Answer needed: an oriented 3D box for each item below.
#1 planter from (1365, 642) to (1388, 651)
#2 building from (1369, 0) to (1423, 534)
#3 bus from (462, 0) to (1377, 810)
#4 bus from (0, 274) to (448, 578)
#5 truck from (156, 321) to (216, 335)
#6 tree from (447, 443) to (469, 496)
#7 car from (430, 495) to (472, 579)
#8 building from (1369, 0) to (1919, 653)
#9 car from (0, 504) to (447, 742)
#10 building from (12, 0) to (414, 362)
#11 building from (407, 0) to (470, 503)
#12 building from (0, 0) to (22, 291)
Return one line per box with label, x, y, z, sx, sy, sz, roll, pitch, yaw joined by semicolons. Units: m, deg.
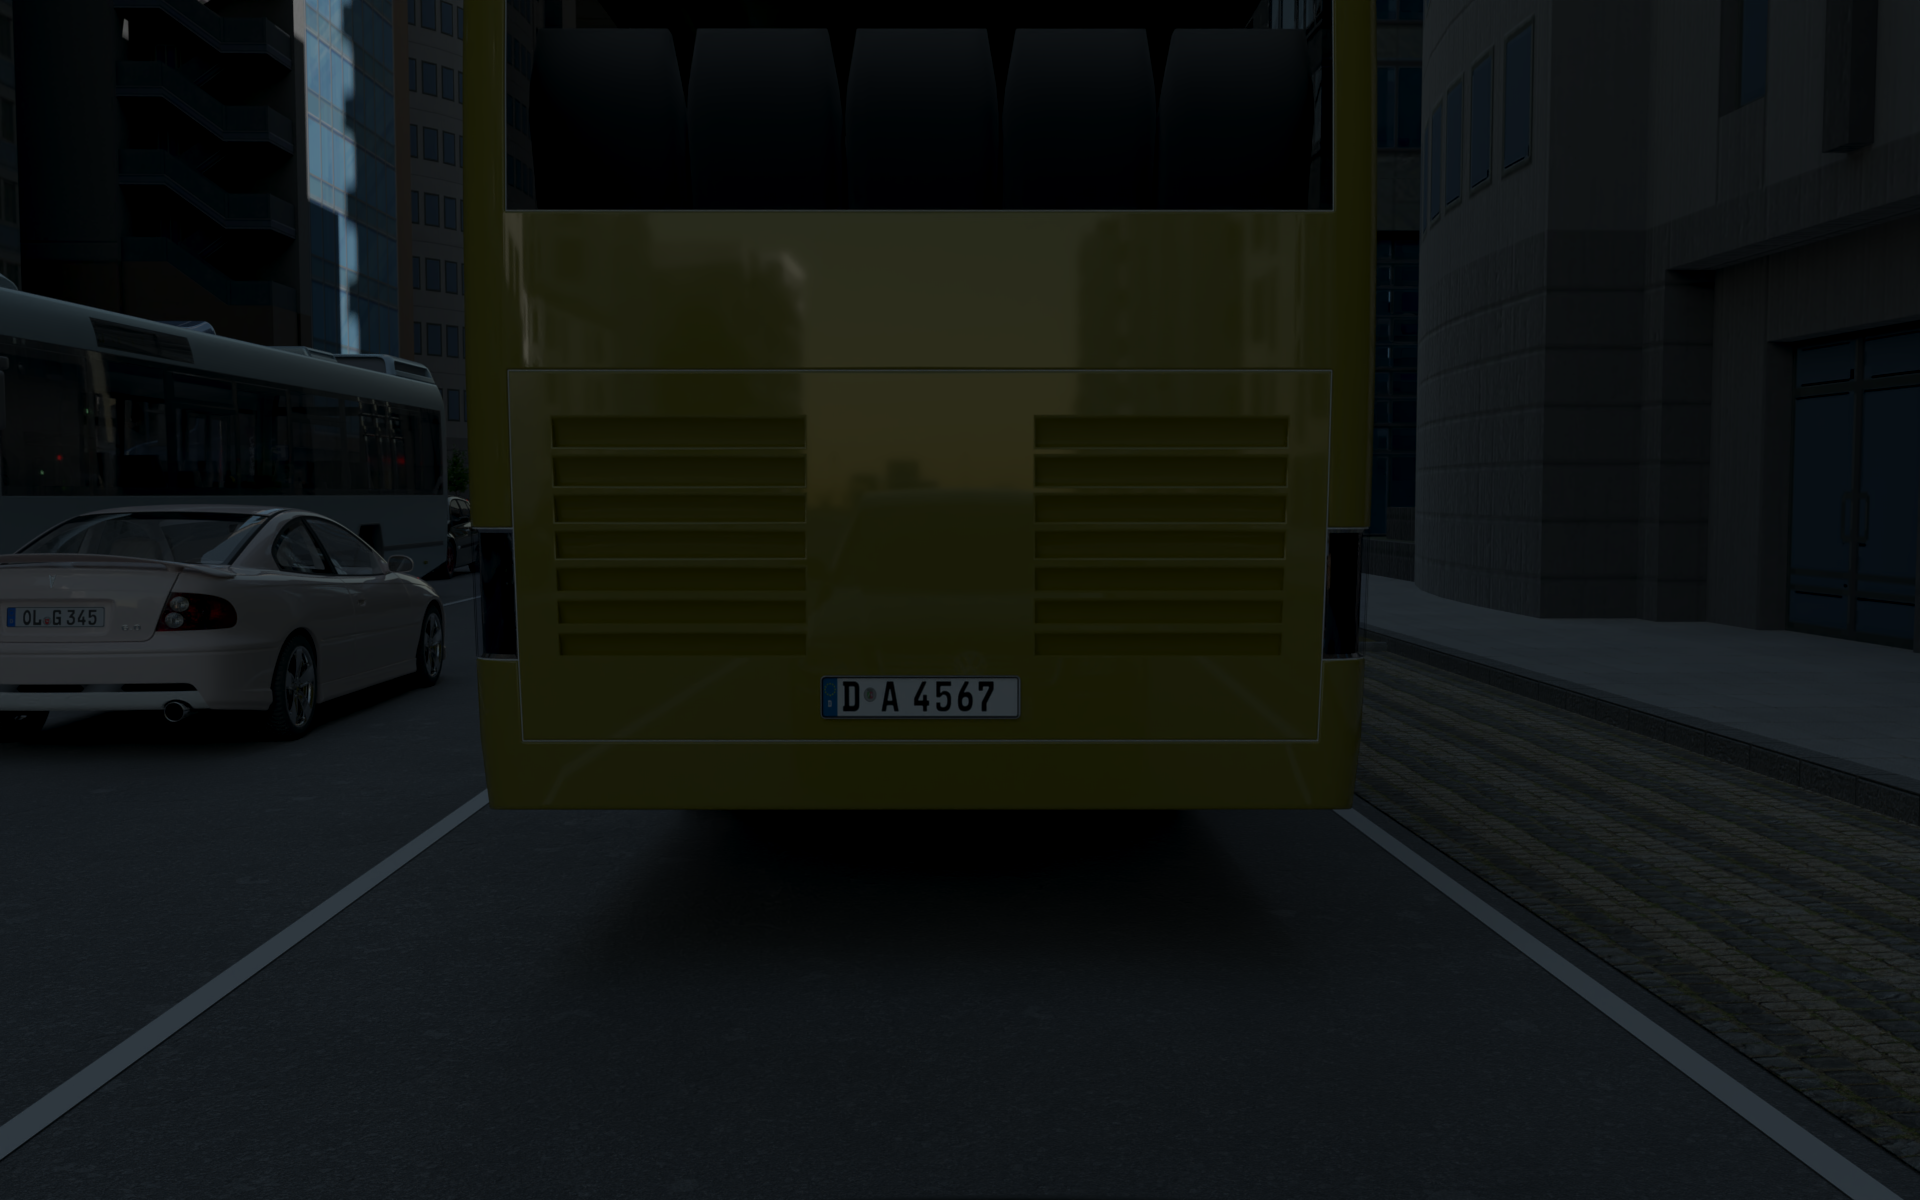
planter;2.866;0.276;16.625;1.991;0.319;1.994;0;4;-2
building;15.825;-44.960;47.764;22.319;86.520;31.000;0;4;-2
bus;-0.119;-1.178;10.804;2.896;3.916;12.252;0;3;0
bus;-8.317;-1.394;17.650;2.948;3.499;13.247;0;4;-1
truck;-12.822;-2.634;32.824;2.967;4.110;18.799;0;4;-1
tree;-19.177;-4.360;65.889;1.663;3.219;1.824;0;3;0
car;-9.493;-1.255;30.303;2.009;1.686;4.222;0;4;-3
building;16.402;-29.135;18.358;21.231;58.520;28.212;0;4;-2
car;-4.797;0.059;11.400;2.083;1.381;4.827;0;4;-1
building;-27.151;-24.837;56.193;14.200;45.320;14.600;0;4;-2
building;-32.866;-33.420;88.421;21.231;58.520;28.212;0;4;-2
building;-35.549;-21.076;36.469;32.217;40.220;23.993;0;4;-2
